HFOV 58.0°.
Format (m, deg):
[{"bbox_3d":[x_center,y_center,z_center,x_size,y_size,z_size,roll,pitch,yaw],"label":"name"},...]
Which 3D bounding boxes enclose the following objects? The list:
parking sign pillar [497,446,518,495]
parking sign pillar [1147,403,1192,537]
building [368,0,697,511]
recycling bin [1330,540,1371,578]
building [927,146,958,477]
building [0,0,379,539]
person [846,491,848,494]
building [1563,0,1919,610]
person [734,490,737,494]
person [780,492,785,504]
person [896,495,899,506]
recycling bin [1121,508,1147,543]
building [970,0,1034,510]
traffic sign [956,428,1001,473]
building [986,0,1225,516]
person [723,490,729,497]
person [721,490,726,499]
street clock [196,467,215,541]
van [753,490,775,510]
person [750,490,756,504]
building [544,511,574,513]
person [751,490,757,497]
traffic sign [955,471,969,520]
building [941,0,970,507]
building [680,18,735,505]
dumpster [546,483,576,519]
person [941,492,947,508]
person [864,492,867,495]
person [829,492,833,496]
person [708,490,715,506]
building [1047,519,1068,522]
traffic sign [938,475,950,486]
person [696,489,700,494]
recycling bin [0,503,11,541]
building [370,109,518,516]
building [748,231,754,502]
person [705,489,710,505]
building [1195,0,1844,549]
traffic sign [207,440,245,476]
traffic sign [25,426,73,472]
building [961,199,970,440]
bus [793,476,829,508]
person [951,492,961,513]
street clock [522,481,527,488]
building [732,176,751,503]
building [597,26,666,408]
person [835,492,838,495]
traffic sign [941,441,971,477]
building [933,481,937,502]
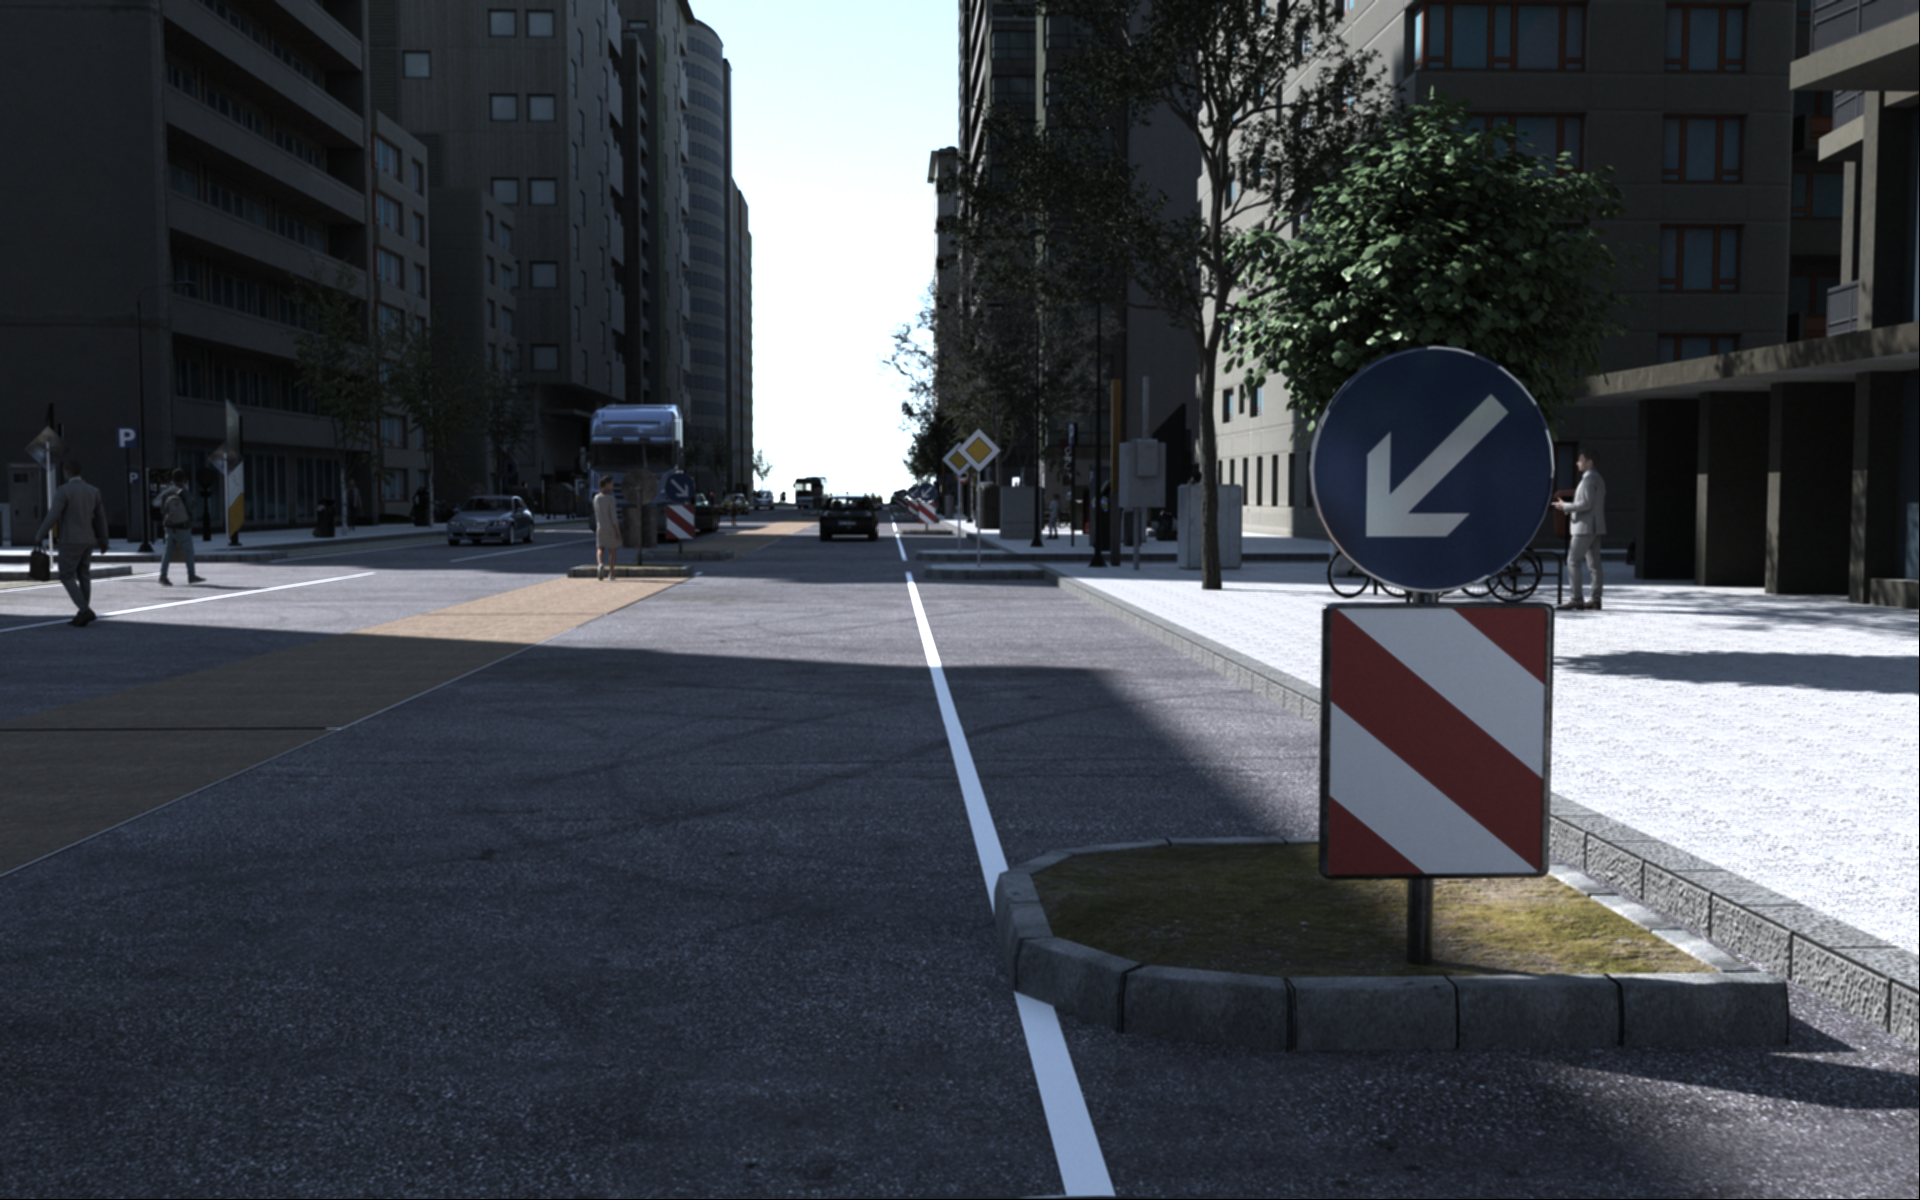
[{"bbox_3d":[-25.338,-6.639,97.026,1.447,3.967,1.447,2,4,25],"label":"parking sign pillar"},{"bbox_3d":[6.370,-3.892,52.114,1.447,3.967,1.447,-3,4,-37],"label":"parking sign pillar"},{"bbox_3d":[-41.005,-35.414,168.260,28.713,52.752,27.495,0,4,-2],"label":"building"},{"bbox_3d":[6.155,-0.881,26.958,0.722,1.027,0.722,0,4,6],"label":"recycling bin"},{"bbox_3d":[9.707,-40.947,258.727,28.713,52.752,27.495,0,4,-2],"label":"building"},{"bbox_3d":[-33.875,-26.573,58.179,21.300,48.544,21.600,0,4,-2],"label":"building"},{"bbox_3d":[-14.911,-13.496,229.167,0.705,1.822,1.348,-3,4,-38],"label":"person"},{"bbox_3d":[20.402,-21.910,12.852,22.147,44.769,28.867,0,4,-2],"label":"building"},{"bbox_3d":[-17.681,-7.805,136.931,1.217,1.723,0.721,-3,5,-39],"label":"person"},{"bbox_3d":[-24.918,-14.254,242.485,0.756,1.711,0.436,2,4,24],"label":"person"},{"bbox_3d":[-7.210,-12.016,205.408,0.683,1.767,0.568,0,4,4],"label":"person"},{"bbox_3d":[4.517,-2.050,46.074,0.722,1.027,0.722,-1,4,-13],"label":"recycling bin"},{"bbox_3d":[11.894,-30.776,126.882,21.300,48.544,21.600,0,4,-2],"label":"building"},{"bbox_3d":[0.350,-1.725,30.392,0.795,2.593,0.064,0,4,-2],"label":"traffic sign"},{"bbox_3d":[8.497,-20.486,106.649,14.160,30.474,14.107,0,4,-2],"label":"building"},{"bbox_3d":[-17.854,-7.537,132.180,0.683,1.767,0.568,-1,4,-9],"label":"person"},{"bbox_3d":[-24.286,-10.475,178.029,1.217,1.735,0.721,-2,4,-32],"label":"person"},{"bbox_3d":[-20.543,-2.607,47.191,0.471,2.002,0.358,-2,4,-29],"label":"street clock"},{"bbox_3d":[-18.004,-9.306,159.172,2.013,2.044,4.112,0,4,-2],"label":"van"},{"bbox_3d":[-27.270,-13.710,230.208,1.348,1.823,0.705,1,4,14],"label":"person"},{"bbox_3d":[-39.542,-32.795,125.433,28.713,52.752,27.495,0,4,-2],"label":"building"},{"bbox_3d":[-27.668,-13.986,234.693,1.348,1.826,0.705,-2,4,-34],"label":"person"},{"bbox_3d":[0.118,-5.159,84.456,0.768,2.556,0.104,0,4,3],"label":"traffic sign"},{"bbox_3d":[8.188,-47.193,209.861,20.563,71.187,20.611,0,4,-2],"label":"building"},{"bbox_3d":[-39.463,-40.955,211.606,21.231,58.520,28.212,0,4,-2],"label":"building"},{"bbox_3d":[-20.390,-5.053,88.378,1.264,1.857,1.865,0,4,-2],"label":"dumpster"},{"bbox_3d":[-1.573,-9.076,155.167,1.217,1.736,0.721,-1,4,-12],"label":"person"},{"bbox_3d":[-11.316,-12.057,206.347,1.217,1.736,0.721,1,4,20],"label":"person"},{"bbox_3d":[-20.218,-16.120,272.027,0.705,1.831,1.348,3,5,43],"label":"person"},{"bbox_3d":[-26.202,-10.757,182.604,0.721,1.739,1.217,-3,5,-42],"label":"person"},{"bbox_3d":[10.517,-19.129,84.454,14.160,30.474,14.107,0,4,-2],"label":"building"},{"bbox_3d":[-1.047,-6.795,111.197,0.768,2.556,0.104,0,4,0],"label":"traffic sign"},{"bbox_3d":[-19.257,-7.239,126.868,1.348,1.823,0.705,3,4,38],"label":"person"},{"bbox_3d":[-26.135,-2.170,48.039,0.722,1.027,0.722,1,4,14],"label":"recycling bin"},{"bbox_3d":[-40.584,-15.101,91.933,27.650,21.520,28.899,0,4,-2],"label":"building"},{"bbox_3d":[-38.795,-35.356,261.665,14.154,41.232,14.086,0,4,-2],"label":"building"},{"bbox_3d":[-27.532,-11.208,188.925,0.705,1.869,1.348,-1,4,-22],"label":"person"},{"bbox_3d":[24.193,-12.764,53.733,28.899,21.520,27.650,0,4,-2],"label":"building"},{"bbox_3d":[-15.975,-2.172,37.702,0.795,2.593,0.064,0,4,-2],"label":"traffic sign"},{"bbox_3d":[-15.630,-1.684,29.724,0.795,2.593,0.064,0,4,-2],"label":"traffic sign"},{"bbox_3d":[7.646,-22.849,145.277,14.160,30.474,14.107,0,4,-2],"label":"building"},{"bbox_3d":[-14.942,-11.011,174.892,2.948,3.499,13.247,0,4,-1],"label":"bus"},{"bbox_3d":[-0.465,-6.522,115.937,1.065,1.426,0.557,-1,4,-19],"label":"person"},{"bbox_3d":[-24.773,-5.743,98.471,0.358,2.002,0.471,0,4,-8],"label":"street clock"},{"bbox_3d":[-37.524,-36.535,247.465,14.600,45.320,14.200,0,4,-2],"label":"building"},{"bbox_3d":[-32.901,-28.364,147.344,14.154,41.232,14.086,0,4,-2],"label":"building"},{"bbox_3d":[-18.163,-15.110,255.537,1.348,1.826,0.705,3,4,37],"label":"person"},{"bbox_3d":[0.005,-2.213,38.369,0.795,2.593,0.064,0,4,-2],"label":"traffic sign"},{"bbox_3d":[12.601,-33.127,233.515,32.217,40.220,23.993,0,4,-2],"label":"building"}]
